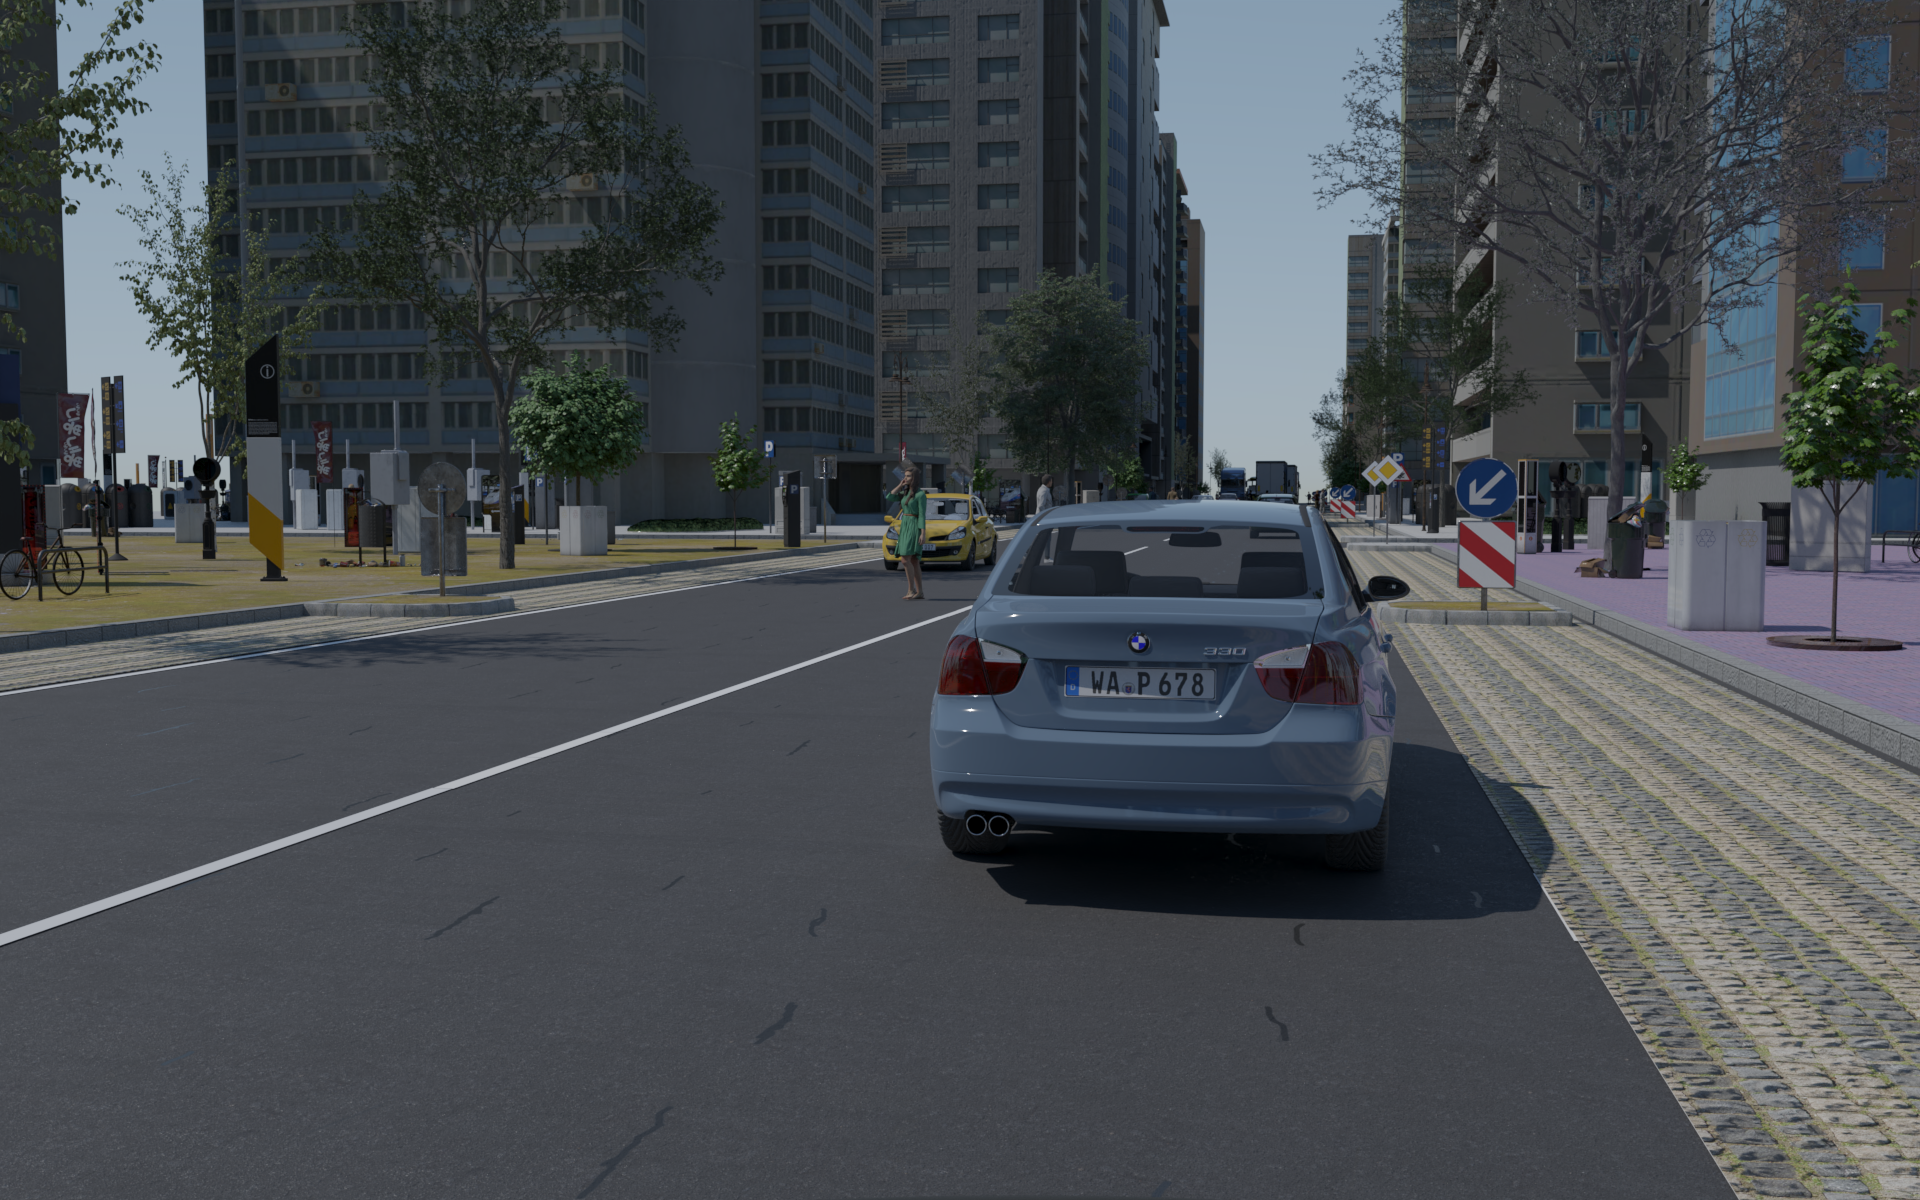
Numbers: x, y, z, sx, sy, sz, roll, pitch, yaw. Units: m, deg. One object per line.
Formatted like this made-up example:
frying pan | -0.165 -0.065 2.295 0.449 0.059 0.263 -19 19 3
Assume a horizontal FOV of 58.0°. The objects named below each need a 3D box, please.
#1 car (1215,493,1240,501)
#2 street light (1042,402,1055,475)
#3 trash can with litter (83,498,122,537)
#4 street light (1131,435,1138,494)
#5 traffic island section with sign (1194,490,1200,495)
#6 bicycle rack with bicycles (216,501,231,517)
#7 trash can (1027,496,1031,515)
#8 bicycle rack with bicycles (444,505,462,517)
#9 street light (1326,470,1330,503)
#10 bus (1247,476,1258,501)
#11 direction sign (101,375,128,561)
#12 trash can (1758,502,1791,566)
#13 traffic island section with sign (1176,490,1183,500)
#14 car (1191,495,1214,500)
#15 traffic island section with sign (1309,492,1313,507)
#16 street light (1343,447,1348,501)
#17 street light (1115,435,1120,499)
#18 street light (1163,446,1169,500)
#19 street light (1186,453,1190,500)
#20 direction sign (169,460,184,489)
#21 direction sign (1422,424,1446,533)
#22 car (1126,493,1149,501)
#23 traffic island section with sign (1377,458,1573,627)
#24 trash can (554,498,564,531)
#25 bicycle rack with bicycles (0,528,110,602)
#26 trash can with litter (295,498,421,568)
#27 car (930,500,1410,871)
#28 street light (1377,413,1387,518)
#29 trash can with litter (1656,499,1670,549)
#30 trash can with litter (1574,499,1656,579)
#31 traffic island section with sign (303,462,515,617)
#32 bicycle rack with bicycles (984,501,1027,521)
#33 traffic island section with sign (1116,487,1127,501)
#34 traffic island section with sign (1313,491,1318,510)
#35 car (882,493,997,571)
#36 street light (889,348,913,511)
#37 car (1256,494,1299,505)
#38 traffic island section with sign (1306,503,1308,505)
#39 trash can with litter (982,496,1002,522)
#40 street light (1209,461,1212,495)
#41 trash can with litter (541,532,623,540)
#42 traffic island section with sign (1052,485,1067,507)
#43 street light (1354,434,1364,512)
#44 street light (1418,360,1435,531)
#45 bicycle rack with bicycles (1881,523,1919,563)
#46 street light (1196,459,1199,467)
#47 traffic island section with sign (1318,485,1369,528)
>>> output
car | 23.002 -8.537 148.619 2.155 1.783 4.494 1 4 12
street light | 4.454 -7.010 87.406 0.468 5.910 1.993 1 4 11
trash can with litter | -25.607 -2.470 51.773 0.624 1.170 1.055 1 4 11
street light | 13.210 -9.705 131.460 0.468 5.910 1.993 1 4 11
traffic island section with sign | 24.571 -10.432 179.185 1.989 1.847 2.006 1 4 11
bicycle rack with bicycles | -39.331 -4.782 91.572 2.925 0.926 2.852 -2 4 -25
trash can | 3.904 -5.700 104.853 0.748 1.137 0.748 0 3 0
bicycle rack with bicycles | -17.977 -2.762 58.546 2.852 0.926 2.925 0 4 3
street light | 59.689 -18.895 281.720 0.468 5.910 1.993 1 4 11
bus | 41.960 -15.435 243.906 2.896 3.916 12.252 1 4 13
direction sign | -16.264 -2.528 33.324 0.876 3.537 0.379 3 5 39
trash can | 14.631 -1.177 30.898 0.748 1.137 0.748 0 3 0
traffic island section with sign | 19.284 -8.786 152.281 1.989 1.847 2.006 1 4 11
car | 16.280 -6.356 116.285 2.083 1.381 4.827 1 4 11
traffic island section with sign | 31.352 -8.636 149.820 1.989 1.847 2.006 1 4 11
street light | 37.122 -11.873 166.919 0.468 5.910 1.993 1 4 11
street light | 10.785 -8.961 119.303 0.468 5.910 1.993 1 4 11
street light | 19.412 -11.659 163.419 0.468 5.910 1.993 1 4 11
street light | 25.756 -13.610 195.314 0.468 5.910 1.993 1 4 11
direction sign | -51.697 -7.481 114.316 0.876 3.537 0.379 0 4 -6
direction sign | 15.415 -3.940 56.415 0.379 3.537 0.876 -3 5 -40
car | 11.367 -6.249 110.968 1.959 1.807 4.718 1 4 11
traffic island section with sign | 5.796 -0.678 19.709 1.989 1.847 2.006 1 4 11
trash can | -13.906 -3.018 60.995 0.748 1.137 0.748 0 3 0
bicycle rack with bicycles | -12.011 -0.485 21.319 2.852 0.926 2.925 0 4 -1
trash can with litter | -10.720 -1.206 30.776 2.233 1.210 1.678 1 4 16
car | 1.061 0.244 8.010 2.014 1.417 4.499 1 4 12
street light | 22.542 -7.331 92.650 0.468 5.910 1.993 1 4 11
trash can with litter | 16.462 -1.803 40.860 0.624 1.170 1.055 1 4 17
trash can with litter | 9.932 -0.920 26.430 1.055 1.170 0.624 3 5 39
traffic island section with sign | -6.528 -0.754 20.961 1.989 1.847 2.006 1 4 11
bicycle rack with bicycles | 1.751 -4.327 84.126 2.925 0.926 2.852 -2 4 -29
traffic island section with sign | 9.685 -5.801 103.473 1.989 1.847 2.006 1 4 11
traffic island section with sign | 21.730 -5.638 100.816 1.989 1.847 2.006 1 4 11
car | -0.361 -1.438 33.733 2.015 1.641 3.980 1 4 10
street light | -1.871 -5.031 55.039 0.468 5.910 1.993 1 4 11
car | 10.424 -2.882 56.914 2.009 1.686 4.222 1 4 11
traffic island section with sign | 36.649 -10.286 176.810 1.989 1.847 2.006 1 4 11
trash can with litter | 1.086 -4.231 80.231 1.678 1.210 2.233 -2 4 -34
street light | 35.221 -16.567 243.658 0.468 5.910 1.993 1 4 11
trash can with litter | -10.471 -2.286 48.427 2.233 1.210 1.678 2 4 28
traffic island section with sign | 4.412 -4.158 76.610 1.989 1.847 2.006 1 4 11
street light | 28.814 -9.292 124.716 0.468 5.910 1.993 1 4 11
street light | 16.100 -5.329 59.914 0.468 5.910 1.993 1 4 11
bicycle rack with bicycles | 18.316 -1.120 31.693 2.852 0.926 2.925 0 4 -5
street light | 28.967 -14.615 211.746 0.468 5.910 1.993 1 4 11
traffic island section with sign | 16.528 -4.021 74.366 1.989 1.847 2.006 1 4 11
